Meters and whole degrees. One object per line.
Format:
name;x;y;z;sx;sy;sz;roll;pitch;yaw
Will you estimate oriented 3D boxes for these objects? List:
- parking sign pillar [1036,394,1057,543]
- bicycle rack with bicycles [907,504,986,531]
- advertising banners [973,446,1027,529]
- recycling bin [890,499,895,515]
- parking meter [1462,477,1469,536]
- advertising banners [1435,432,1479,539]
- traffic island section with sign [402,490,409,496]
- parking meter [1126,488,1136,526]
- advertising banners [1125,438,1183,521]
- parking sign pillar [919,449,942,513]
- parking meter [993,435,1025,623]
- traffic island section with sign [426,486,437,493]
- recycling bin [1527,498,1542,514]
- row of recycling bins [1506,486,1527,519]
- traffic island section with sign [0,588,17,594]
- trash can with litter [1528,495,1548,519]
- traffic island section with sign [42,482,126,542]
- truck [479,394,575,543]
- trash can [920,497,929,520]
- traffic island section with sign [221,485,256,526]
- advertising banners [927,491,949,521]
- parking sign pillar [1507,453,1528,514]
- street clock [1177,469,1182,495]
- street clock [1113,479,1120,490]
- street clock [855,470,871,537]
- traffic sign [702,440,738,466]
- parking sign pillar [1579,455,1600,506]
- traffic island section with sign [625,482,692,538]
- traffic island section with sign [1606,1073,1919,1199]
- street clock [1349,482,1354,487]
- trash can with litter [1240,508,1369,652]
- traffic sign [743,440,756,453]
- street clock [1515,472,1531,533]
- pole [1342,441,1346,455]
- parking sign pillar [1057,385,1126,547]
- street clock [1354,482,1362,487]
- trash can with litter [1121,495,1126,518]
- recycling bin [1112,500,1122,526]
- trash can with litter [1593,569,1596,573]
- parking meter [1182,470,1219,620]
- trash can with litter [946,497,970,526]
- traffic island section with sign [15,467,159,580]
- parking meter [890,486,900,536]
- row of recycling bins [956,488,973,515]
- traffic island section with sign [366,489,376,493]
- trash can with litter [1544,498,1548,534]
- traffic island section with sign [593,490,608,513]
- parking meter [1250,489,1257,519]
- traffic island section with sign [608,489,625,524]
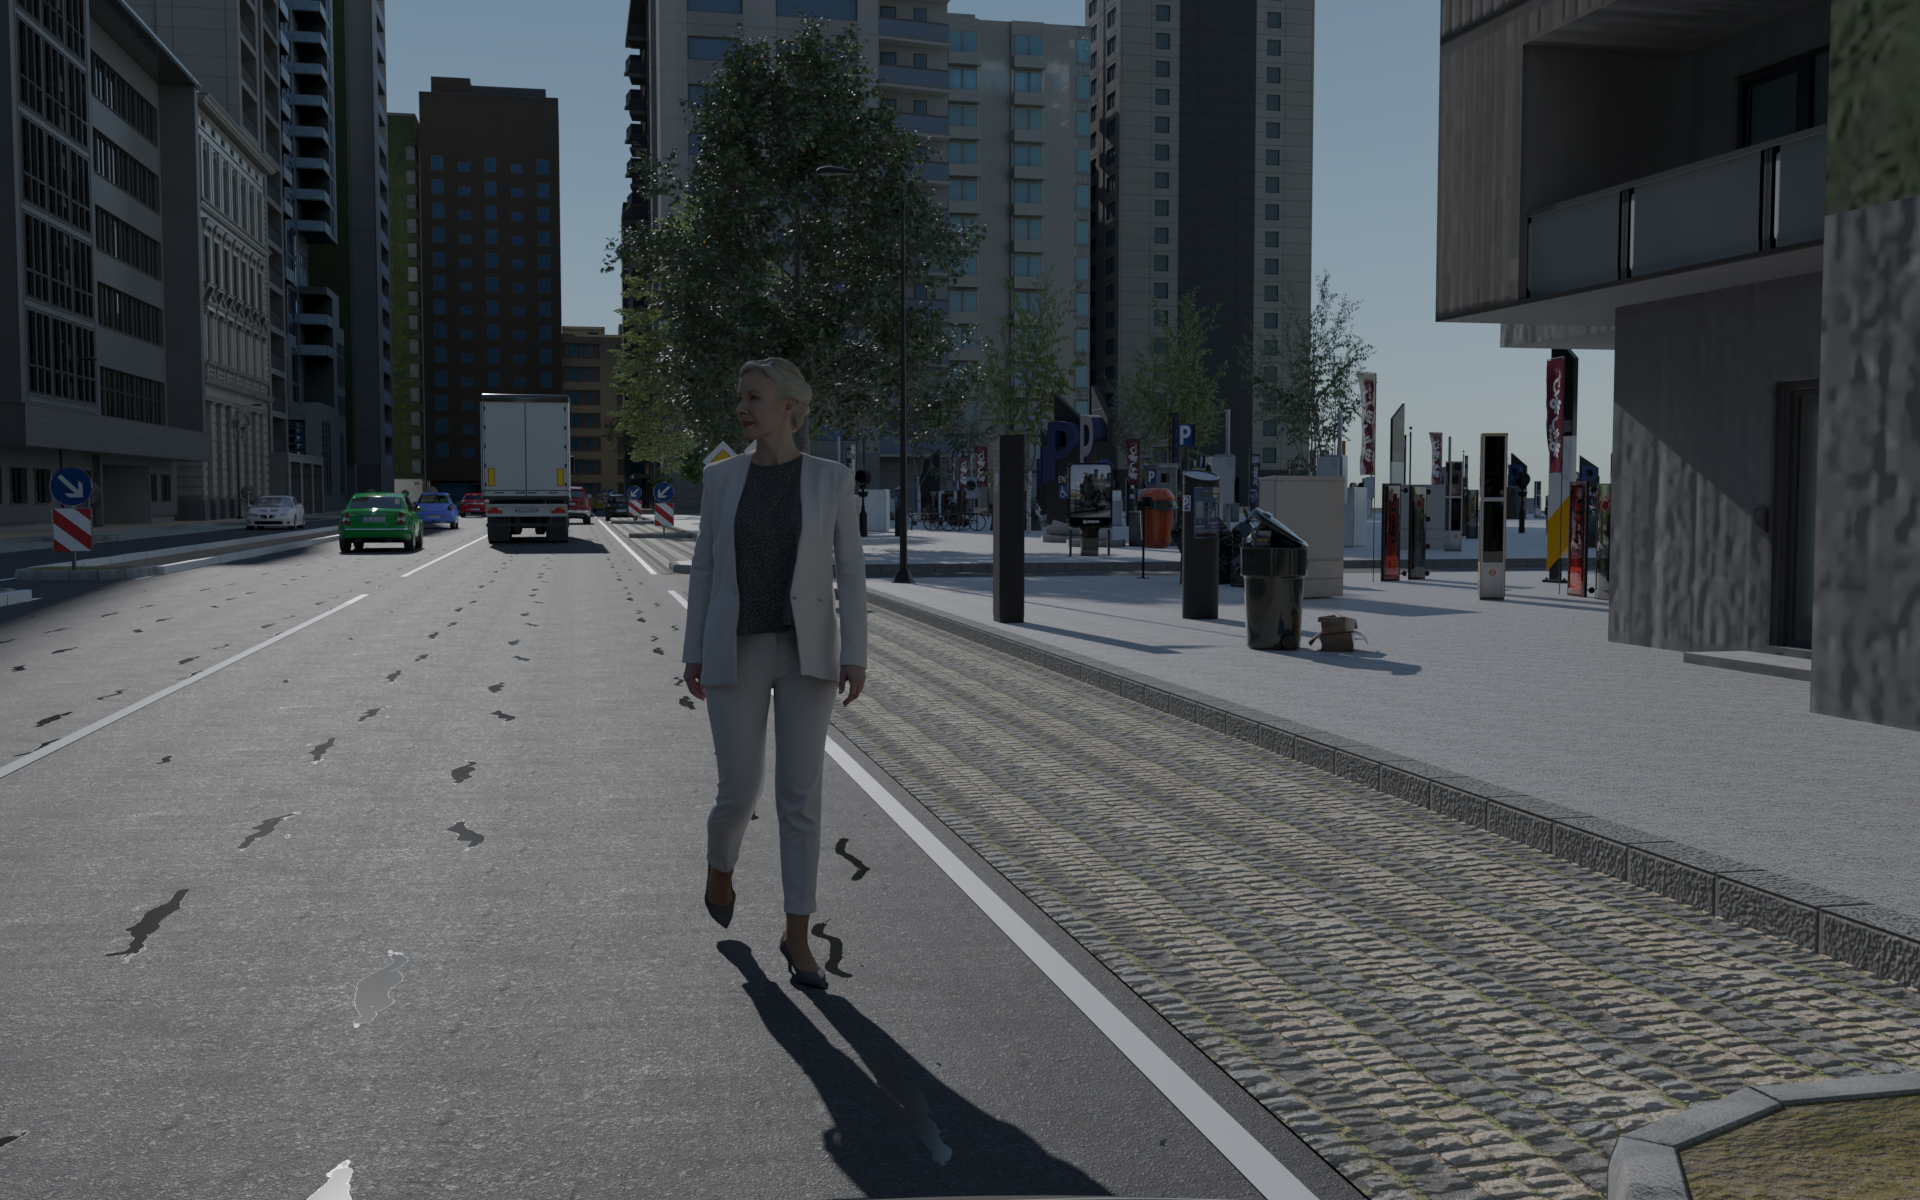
parking sign pillar;2.891;-3.523;46.075;1.447;3.967;1.447;-3;5;-40
bicycle rack with bicycles;-0.436;-2.872;60.332;2.925;0.926;2.852;1;4;22
advertising banners;1.524;-4.127;63.660;2.074;3.025;0.090;0;4;2
recycling bin;-3.854;-5.151;96.768;0.722;1.027;0.722;1;4;13
parking meter;15.281;-2.883;52.848;0.255;1.863;0.399;-3;4;-36
advertising banners;14.070;-3.246;49.266;2.074;3.025;0.090;-2;4;-30
traffic island section with sign;-49.385;-8.912;154.346;1.989;1.847;2.006;-1;4;-13
parking meter;6.771;-3.685;68.655;0.372;1.533;0.369;0;3;0
advertising banners;6.145;-3.553;54.272;2.074;3.025;0.090;1;4;23
parking sign pillar;-1.734;-7.006;103.016;1.447;3.967;1.447;1;4;19
parking meter;0.487;-0.711;17.342;0.255;1.863;0.399;-1;4;-11
traffic island section with sign;-31.478;-5.805;103.046;2.006;1.907;1.989;-1;4;-13
recycling bin;37.864;-6.221;114.271;0.722;1.027;0.722;-2;4;-30
row of recycling bins;28.284;-5.056;89.777;1.069;1.692;3.534;-1;4;-9
traffic island section with sign;-13.445;-0.878;22.487;2.006;1.907;1.989;-1;4;-13
trash can with litter;30.846;-4.894;91.070;1.678;1.210;2.233;-2;4;-29
traffic island section with sign;-26.663;-2.704;52.846;1.989;1.847;2.006;-1;4;-13
truck;-13.488;-3.996;54.246;2.839;4.237;11.283;-1;4;-13
trash can;-1.705;-4.470;84.738;0.748;1.137;0.748;0;3;0
traffic island section with sign;-32.550;-4.313;79.153;1.989;1.847;2.006;-1;4;-13
advertising banners;-0.542;-5.225;81.609;2.074;3.025;0.090;-1;4;-19
parking sign pillar;36.191;-7.584;112.476;1.447;3.967;1.447;-2;4;-30
street clock;5.639;-2.538;46.067;0.471;2.002;0.358;0;4;0
street clock;7.568;-4.908;84.815;0.471;2.002;0.358;-1;4;-22
street clock;-2.893;-2.884;51.725;0.471;2.002;0.358;3;5;40
traffic sign;-4.419;-1.756;32.358;0.795;2.450;0.064;-1;4;-13
parking sign pillar;43.414;-8.014;119.500;1.447;3.967;1.447;0;4;5
traffic island section with sign;-9.848;-2.943;56.749;1.989;1.847;2.006;-1;4;-13
traffic island section with sign;2.226;0.357;2.798;1.989;1.847;2.006;-1;4;-13
street clock;24.438;-6.307;107.687;0.471;2.002;0.358;-2;4;-30
trash can with litter;2.845;-0.180;14.332;1.055;1.170;0.624;1;4;14
traffic sign;-2.675;-1.280;24.565;0.795;2.450;0.064;-1;4;-13
street clock;18.497;-3.205;56.975;0.471;2.002;0.358;2;4;24
pole;14.656;-4.428;66.240;0.158;3.312;0.155;0;3;0
parking sign pillar;3.343;-3.296;42.359;1.447;3.967;1.447;-1;4;-13
street clock;24.746;-6.253;106.812;0.471;2.002;0.358;1;4;20
trash can with litter;9.270;-5.029;93.283;2.233;1.210;1.678;1;4;9
recycling bin;6.082;-3.476;69.379;0.722;1.027;0.722;0;4;-8
trash can with litter;10.276;-0.918;26.397;1.055;1.170;0.624;0;4;0
parking meter;2.478;-0.576;17.832;0.372;1.533;0.369;0;3;0
trash can with litter;-0.034;-3.608;70.374;1.055;1.170;0.624;2;4;31
traffic island section with sign;-15.053;-1.320;29.718;2.006;1.907;1.989;-1;4;-13
parking meter;-1.793;-2.698;52.516;0.372;1.533;0.369;0;3;0
row of recycling bins;0.260;-6.072;106.389;1.069;1.692;3.534;0;4;4
traffic island section with sign;-43.507;-7.303;128.037;1.989;1.847;2.006;-1;4;-13
trash can with litter;19.203;-2.683;55.250;1.055;1.170;0.624;2;4;33
traffic island section with sign;-32.524;-9.139;158.052;1.989;1.847;2.006;-1;4;-13
parking meter;15.314;-5.011;90.346;0.372;1.533;0.369;0;3;0
traffic island section with sign;-15.731;-4.552;83.057;1.989;1.847;2.006;-1;4;-13
